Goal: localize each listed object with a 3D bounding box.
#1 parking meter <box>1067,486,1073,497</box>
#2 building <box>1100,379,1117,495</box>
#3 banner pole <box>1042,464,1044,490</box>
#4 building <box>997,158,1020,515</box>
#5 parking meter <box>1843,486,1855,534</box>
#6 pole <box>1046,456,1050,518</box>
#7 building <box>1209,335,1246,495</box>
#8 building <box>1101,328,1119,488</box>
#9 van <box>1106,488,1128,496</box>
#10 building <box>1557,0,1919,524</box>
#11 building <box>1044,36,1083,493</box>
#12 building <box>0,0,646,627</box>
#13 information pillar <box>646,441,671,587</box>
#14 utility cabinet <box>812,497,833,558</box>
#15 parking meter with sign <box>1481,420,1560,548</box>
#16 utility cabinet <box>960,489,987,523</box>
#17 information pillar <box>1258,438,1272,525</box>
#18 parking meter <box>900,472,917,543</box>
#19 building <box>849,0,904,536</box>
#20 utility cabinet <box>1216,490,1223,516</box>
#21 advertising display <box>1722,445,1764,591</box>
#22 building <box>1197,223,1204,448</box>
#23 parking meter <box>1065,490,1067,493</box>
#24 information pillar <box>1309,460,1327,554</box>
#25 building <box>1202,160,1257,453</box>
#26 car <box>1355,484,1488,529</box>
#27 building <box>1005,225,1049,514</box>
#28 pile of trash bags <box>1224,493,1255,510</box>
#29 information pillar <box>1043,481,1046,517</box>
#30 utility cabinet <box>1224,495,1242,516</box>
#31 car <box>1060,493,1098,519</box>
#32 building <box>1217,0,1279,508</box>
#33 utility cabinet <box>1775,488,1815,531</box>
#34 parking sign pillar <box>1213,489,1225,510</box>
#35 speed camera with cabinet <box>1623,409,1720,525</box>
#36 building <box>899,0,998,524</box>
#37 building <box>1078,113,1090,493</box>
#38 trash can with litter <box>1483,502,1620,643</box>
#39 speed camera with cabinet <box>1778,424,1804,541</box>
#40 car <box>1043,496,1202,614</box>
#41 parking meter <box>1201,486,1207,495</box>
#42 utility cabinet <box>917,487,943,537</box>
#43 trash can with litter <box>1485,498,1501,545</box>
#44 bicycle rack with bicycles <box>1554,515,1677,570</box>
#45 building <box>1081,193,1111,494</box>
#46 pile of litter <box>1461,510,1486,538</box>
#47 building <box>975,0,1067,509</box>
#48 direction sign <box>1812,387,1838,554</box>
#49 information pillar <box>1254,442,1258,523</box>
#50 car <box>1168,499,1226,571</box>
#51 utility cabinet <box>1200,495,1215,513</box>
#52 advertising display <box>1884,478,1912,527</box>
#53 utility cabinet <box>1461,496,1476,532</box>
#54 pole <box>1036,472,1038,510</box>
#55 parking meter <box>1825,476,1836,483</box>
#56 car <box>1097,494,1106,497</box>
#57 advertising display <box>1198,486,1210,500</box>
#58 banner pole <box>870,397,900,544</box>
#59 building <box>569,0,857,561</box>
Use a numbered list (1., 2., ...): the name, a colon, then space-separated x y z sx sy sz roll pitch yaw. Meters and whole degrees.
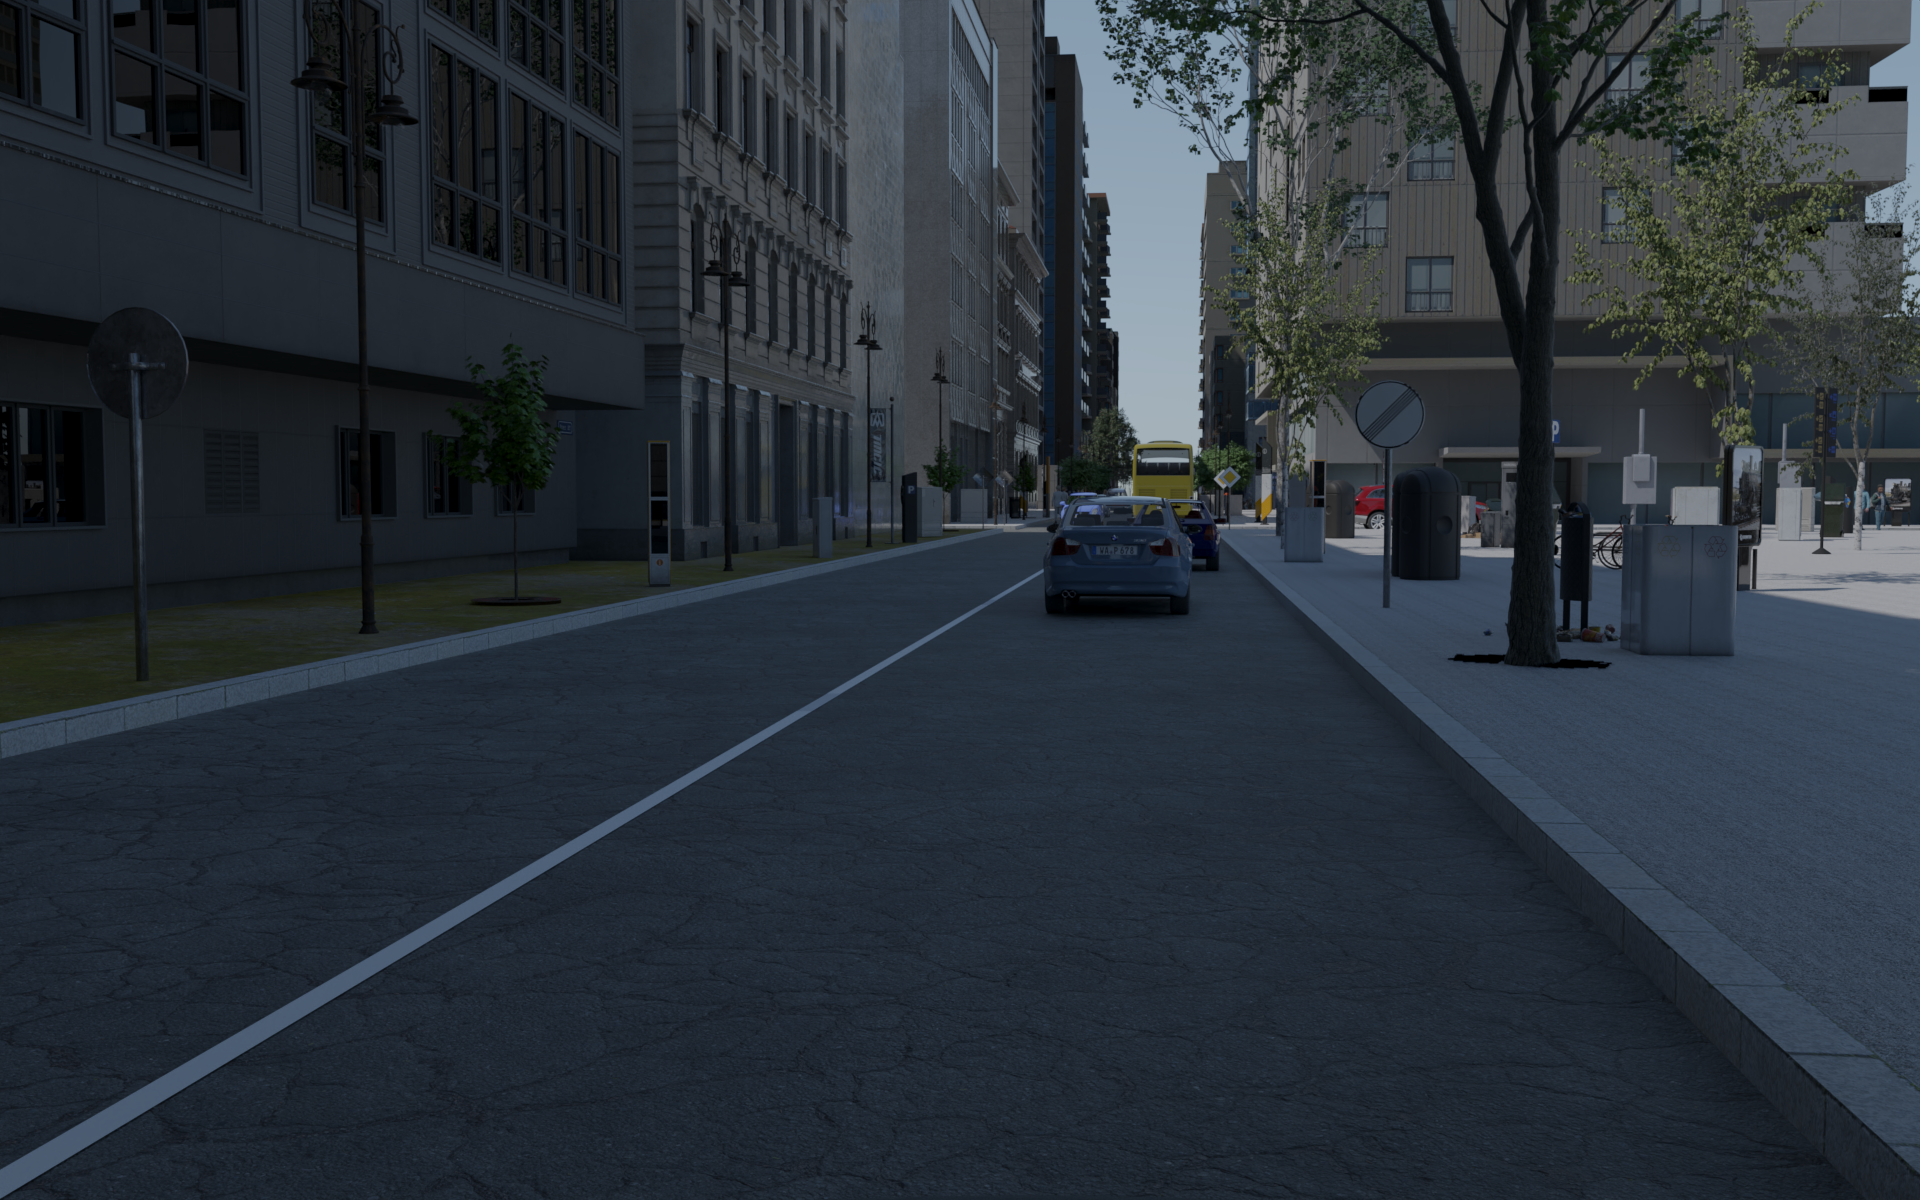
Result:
1. parking meter: 7.572 -6.930 119.021 0.399 1.863 0.255 1 4 12
2. building: 10.700 -26.382 276.388 27.650 21.520 28.899 0 4 7
3. banner pole: 6.961 -9.537 145.950 0.401 3.779 0.863 0 4 -7
4. building: -2.798 -16.758 102.879 11.050 23.489 19.941 0 4 7
5. parking meter: 28.838 -2.927 56.272 0.372 1.533 0.369 0 3 0
6. pole: 4.760 -6.104 93.645 0.158 3.312 0.155 0 3 0
7. building: 43.251 -21.816 201.736 27.650 21.520 28.899 0 4 7
8. building: 19.928 -32.104 296.607 14.160 30.474 14.107 0 4 7
9. van: 11.281 -7.212 124.922 2.013 2.044 4.112 0 4 8
10. building: 28.947 -30.219 83.320 27.495 52.752 28.713 0 4 7
11. building: 5.043 -32.086 174.710 14.600 45.320 14.200 0 4 7
12. building: -14.037 -13.876 20.388 14.314 27.812 24.014 0 4 7
13. information pillar: -4.176 -1.194 24.010 0.304 2.012 0.304 -1 4 -13
14. utility cabinet: -2.805 -1.470 35.195 0.306 1.237 1.020 -1 4 -12
15. parking meter with sign: 13.268 -2.746 41.152 1.738 3.016 0.543 3 5 42
16. utility cabinet: 0.607 -4.148 76.497 1.173 1.500 0.318 0 4 -6
17. information pillar: 12.734 -4.927 71.911 0.183 3.616 0.504 -3 5 -41
18. parking meter: -1.345 -2.443 45.651 0.399 1.863 0.255 -1 4 -22
19. building: -10.963 -12.373 57.044 16.860 20.320 10.420 0 4 7
20. utility cabinet: 15.232 -5.670 101.382 0.318 1.500 1.173 1 4 16
21. advertising display: 10.378 -1.086 22.971 0.974 1.923 0.123 -3 5 -43
22. building: 48.604 -37.732 271.549 22.147 44.769 28.867 0 4 7
23. parking meter: 7.597 -6.933 121.762 0.372 1.533 0.369 0 3 0
24. information pillar: 7.688 -2.004 37.258 0.304 2.012 0.304 0 4 -1
25. building: 45.501 -38.088 246.438 21.300 48.544 21.600 0 4 7
26. car: 17.103 -3.433 64.805 5.304 1.827 2.281 0 4 7
27. building: -0.235 -17.560 123.254 11.583 22.565 21.152 0 4 7
28. pile of trash bags: 22.586 -8.039 141.191 1.912 1.369 3.447 -2 4 -26
29. information pillar: 4.732 -5.549 95.217 0.304 2.012 0.304 1 4 22
30. utility cabinet: 16.300 -5.635 103.293 1.020 1.237 0.306 -1 4 -14
31. car: 5.300 -3.973 74.546 1.945 1.707 3.694 0 4 8
32. building: 37.312 -52.458 170.362 22.319 86.520 31.000 0 4 7
33. utility cabinet: 28.540 -3.089 59.184 0.318 1.500 1.173 -3 5 -42
34. parking sign pillar: 20.455 -9.172 138.429 1.447 3.967 1.447 0 4 7
35. speed camera with cabinet: 16.560 -2.813 40.333 2.038 3.252 0.660 1 4 14
36. building: -5.194 -16.212 83.083 12.078 24.808 19.932 0 4 7
37. building: 3.195 -35.355 197.661 23.786 49.044 30.456 0 4 7
38. trash can with litter: 5.593 -0.288 15.765 1.678 1.210 2.233 0 4 2
39. speed camera with cabinet: 23.048 -3.285 48.042 0.660 3.252 2.038 2 4 25
40. car: 2.058 -0.611 21.987 2.014 1.417 4.499 0 4 8
41. parking meter: 17.335 -7.168 122.913 0.255 1.863 0.399 -2 4 -35
42. utility cabinet: -0.937 -2.623 51.570 0.318 1.500 1.173 2 4 30
43. trash can with litter: 13.802 -2.004 44.151 0.624 1.170 1.055 0 4 -4
44. bicycle rack with bicycles: 11.722 -0.984 29.477 2.925 0.926 2.852 2 4 28
45. building: 10.026 -36.170 246.003 22.147 44.769 28.867 0 4 7
46. pile of litter: 15.370 -2.224 50.321 1.719 0.858 1.176 2 4 34
47. building: -0.673 -43.924 156.407 20.563 71.187 20.611 0 4 7
48. direction sign: 18.403 -2.746 36.892 0.876 3.537 0.379 -3 4 -35
49. information pillar: 13.501 -5.289 77.826 0.504 3.616 0.183 2 4 32
50. car: 4.202 -1.296 33.762 1.945 1.354 3.894 1 4 9
51. utility cabinet: 17.150 -6.654 119.957 1.020 1.237 0.306 2 4 26
52. advertising display: 37.045 -3.868 68.458 0.974 1.923 0.123 2 4 24
53. utility cabinet: 17.093 -2.919 58.895 0.306 1.237 1.020 -2 4 -24
54. pole: 6.336 -9.142 143.318 0.158 3.312 0.155 0 3 0
55. parking meter: 28.540 -3.130 56.883 0.399 1.863 0.255 -3 5 -41
56. car: 8.427 -5.847 107.606 2.014 1.417 4.499 0 4 7
57. advertising display: 18.961 -7.917 134.656 0.974 1.923 0.123 -1 4 -15
58. banner pole: -1.963 -3.330 44.467 0.863 3.779 0.401 -1 4 -19
59. building: -8.811 -11.784 41.814 9.793 20.994 18.267 0 4 7
